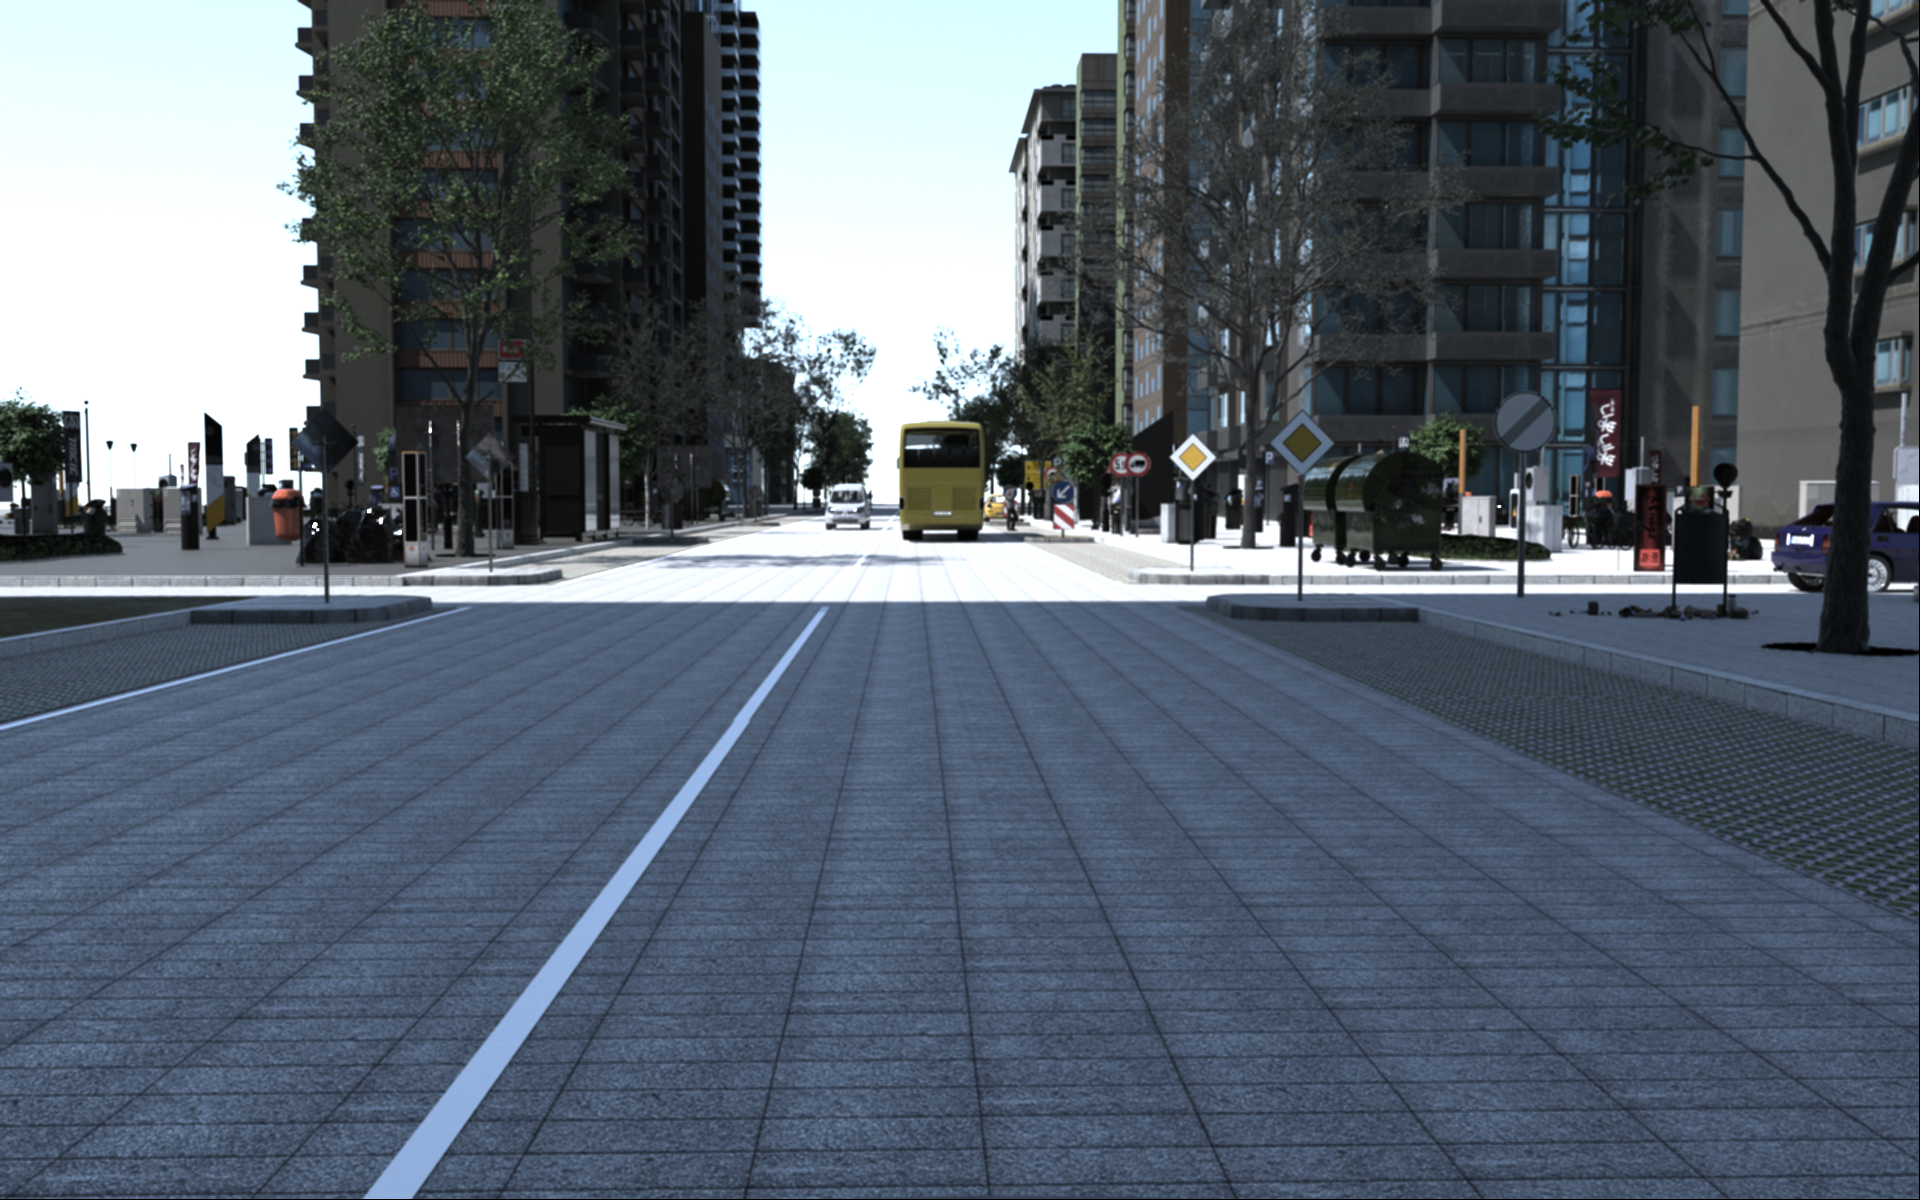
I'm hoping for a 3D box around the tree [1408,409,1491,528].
[{"bbox_3d":[18.693,-5.077,66.716,4.285,4.588,4.351,0,3,0],"label":"tree"}]

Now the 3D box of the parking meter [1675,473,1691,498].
[{"bbox_3d":[19.976,-2.578,47.865,0.255,1.863,0.399,-2,4,-29],"label":"parking meter"}]

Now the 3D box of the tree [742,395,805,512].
[{"bbox_3d":[-13.242,-10.434,120.960,4.737,8.622,4.395,0,3,0],"label":"tree"}]

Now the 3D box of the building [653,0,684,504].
[{"bbox_3d":[-31.371,-42.977,140.933,20.563,71.187,20.611,0,4,-2],"label":"building"}]

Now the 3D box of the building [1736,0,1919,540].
[{"bbox_3d":[33.325,-25.784,45.267,21.600,48.544,21.300,0,4,-2],"label":"building"}]

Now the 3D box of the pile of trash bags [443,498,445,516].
[{"bbox_3d":[-28.953,-5.243,95.471,1.912,1.369,3.447,-1,4,-11],"label":"pile of trash bags"}]

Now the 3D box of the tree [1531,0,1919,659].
[{"bbox_3d":[7.149,-5.370,13.561,9.928,11.665,9.643,0,3,0],"label":"tree"}]

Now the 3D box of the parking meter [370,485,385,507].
[{"bbox_3d":[-15.951,-2.387,47.437,0.372,1.533,0.369,0,3,0],"label":"parking meter"}]

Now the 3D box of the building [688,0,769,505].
[{"bbox_3d":[-34.023,-54.758,207.971,22.319,86.520,31.000,0,4,-2],"label":"building"}]

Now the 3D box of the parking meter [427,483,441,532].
[{"bbox_3d":[-18.014,-3.264,59.082,0.255,1.863,0.399,0,4,8],"label":"parking meter"}]

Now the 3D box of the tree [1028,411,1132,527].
[{"bbox_3d":[5.474,-5.177,68.356,4.285,4.588,4.351,0,3,0],"label":"tree"}]

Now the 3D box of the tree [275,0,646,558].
[{"bbox_3d":[-9.984,-6.689,35.116,9.928,11.665,9.643,0,3,0],"label":"tree"}]

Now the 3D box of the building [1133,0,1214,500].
[{"bbox_3d":[19.032,-28.234,111.731,14.600,45.320,14.200,0,4,-2],"label":"building"}]

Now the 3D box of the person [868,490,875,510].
[{"bbox_3d":[-7.987,-9.045,156.259,0.599,1.838,0.709,-3,5,-42],"label":"person"}]

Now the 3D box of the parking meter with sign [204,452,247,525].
[{"bbox_3d":[-30.511,-4.632,71.997,1.738,3.016,0.543,-1,4,-13],"label":"parking meter with sign"}]

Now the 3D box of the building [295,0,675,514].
[{"bbox_3d":[-31.470,-28.261,116.687,22.147,44.769,28.867,0,4,-2],"label":"building"}]

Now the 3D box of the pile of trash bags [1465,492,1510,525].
[{"bbox_3d":[21.336,-3.750,71.070,1.912,1.369,3.447,2,4,34],"label":"pile of trash bags"}]

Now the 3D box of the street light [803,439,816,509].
[{"bbox_3d":[-12.584,-10.600,145.849,1.470,5.913,1.316,0,4,-2],"label":"street light"}]

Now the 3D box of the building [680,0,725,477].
[{"bbox_3d":[-29.458,-31.138,159.209,14.600,45.320,14.200,0,4,-2],"label":"building"}]

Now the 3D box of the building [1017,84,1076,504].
[{"bbox_3d":[22.882,-38.652,221.196,28.713,52.752,27.495,0,4,-2],"label":"building"}]

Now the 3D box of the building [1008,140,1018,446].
[{"bbox_3d":[21.981,-40.388,249.579,28.713,52.752,27.495,0,4,-2],"label":"building"}]

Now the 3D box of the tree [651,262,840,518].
[{"bbox_3d":[-11.694,-11.160,92.829,12.009,13.543,11.850,0,3,0],"label":"tree"}]

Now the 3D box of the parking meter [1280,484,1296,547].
[{"bbox_3d":[8.003,-2.071,42.265,0.372,1.533,0.369,0,3,0],"label":"parking meter"}]

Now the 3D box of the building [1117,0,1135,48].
[{"bbox_3d":[18.188,-27.073,126.231,14.154,41.232,14.086,0,4,-2],"label":"building"}]

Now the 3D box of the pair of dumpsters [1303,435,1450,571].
[{"bbox_3d":[7.325,-1.726,30.710,1.574,2.255,4.437,0,4,-1],"label":"pair of dumpsters"}]

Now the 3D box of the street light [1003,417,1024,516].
[{"bbox_3d":[3.148,-8.009,103.480,1.470,5.913,1.316,0,4,-2],"label":"street light"}]

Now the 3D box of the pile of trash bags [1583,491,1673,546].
[{"bbox_3d":[16.864,-2.106,44.190,1.912,1.369,3.447,0,4,1],"label":"pile of trash bags"}]

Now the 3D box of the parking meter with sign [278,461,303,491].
[{"bbox_3d":[-35.121,-5.745,90.191,0.543,3.016,1.738,2,4,34],"label":"parking meter with sign"}]

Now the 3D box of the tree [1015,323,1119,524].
[{"bbox_3d":[4.747,-7.549,73.787,4.737,8.622,4.395,0,3,0],"label":"tree"}]

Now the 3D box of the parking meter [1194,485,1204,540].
[{"bbox_3d":[6.597,-2.431,48.154,0.372,1.533,0.369,0,3,0],"label":"parking meter"}]

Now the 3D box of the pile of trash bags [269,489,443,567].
[{"bbox_3d":[-11.474,-1.366,32.086,1.912,1.369,3.447,1,4,17],"label":"pile of trash bags"}]

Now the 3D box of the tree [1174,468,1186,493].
[{"bbox_3d":[10.890,-5.736,88.380,1.663,3.219,1.824,0,3,0],"label":"tree"}]

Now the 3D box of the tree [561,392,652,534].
[{"bbox_3d":[-11.478,-4.429,56.125,4.285,4.588,4.351,0,3,0],"label":"tree"}]

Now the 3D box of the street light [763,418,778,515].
[{"bbox_3d":[-11.281,-8.096,104.907,1.470,5.913,1.316,0,4,-2],"label":"street light"}]

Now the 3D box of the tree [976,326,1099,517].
[{"bbox_3d":[4.392,-9.958,97.233,8.767,10.594,7.601,3,4,36],"label":"tree"}]

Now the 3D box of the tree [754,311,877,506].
[{"bbox_3d":[-15.223,-19.837,180.229,12.611,20.169,13.585,0,3,0],"label":"tree"}]

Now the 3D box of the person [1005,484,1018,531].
[{"bbox_3d":[1.990,-3.561,66.898,0.473,1.802,0.592,3,5,40],"label":"person"}]

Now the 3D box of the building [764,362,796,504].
[{"bbox_3d":[-37.559,-24.156,239.986,27.650,21.520,28.899,0,4,-2],"label":"building"}]

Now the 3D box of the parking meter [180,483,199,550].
[{"bbox_3d":[-17.791,-1.932,39.997,0.372,1.533,0.369,0,3,0],"label":"parking meter"}]

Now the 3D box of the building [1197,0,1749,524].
[{"bbox_3d":[24.584,-28.646,87.968,23.786,49.044,30.456,0,4,-2],"label":"building"}]

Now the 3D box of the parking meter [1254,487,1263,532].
[{"bbox_3d":[9.962,-3.033,57.995,0.372,1.533,0.369,0,3,0],"label":"parking meter"}]

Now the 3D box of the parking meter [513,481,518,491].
[{"bbox_3d":[-20.055,-4.416,77.917,0.399,1.863,0.255,-2,4,-32],"label":"parking meter"}]

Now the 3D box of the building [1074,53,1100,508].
[{"bbox_3d":[17.801,-29.422,164.636,14.154,41.232,14.086,0,4,-2],"label":"building"}]

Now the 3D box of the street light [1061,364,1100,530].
[{"bbox_3d":[4.319,-5.479,62.121,1.470,5.913,1.316,0,4,-2],"label":"street light"}]

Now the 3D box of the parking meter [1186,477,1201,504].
[{"bbox_3d":[7.331,-2.954,54.015,0.255,1.863,0.399,-1,4,-12],"label":"parking meter"}]

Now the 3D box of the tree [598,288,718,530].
[{"bbox_3d":[-11.134,-6.844,62.254,4.360,8.622,3.978,0,3,0],"label":"tree"}]

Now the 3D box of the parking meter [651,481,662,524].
[{"bbox_3d":[-13.222,-4.266,75.462,0.399,1.863,0.255,1,4,11],"label":"parking meter"}]

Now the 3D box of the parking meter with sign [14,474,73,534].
[{"bbox_3d":[-29.402,-3.627,55.567,1.738,3.016,0.543,0,4,-8],"label":"parking meter with sign"}]

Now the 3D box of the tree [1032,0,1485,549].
[{"bbox_3d":[6.921,-7.945,40.270,12.009,13.543,11.850,0,3,0],"label":"tree"}]
